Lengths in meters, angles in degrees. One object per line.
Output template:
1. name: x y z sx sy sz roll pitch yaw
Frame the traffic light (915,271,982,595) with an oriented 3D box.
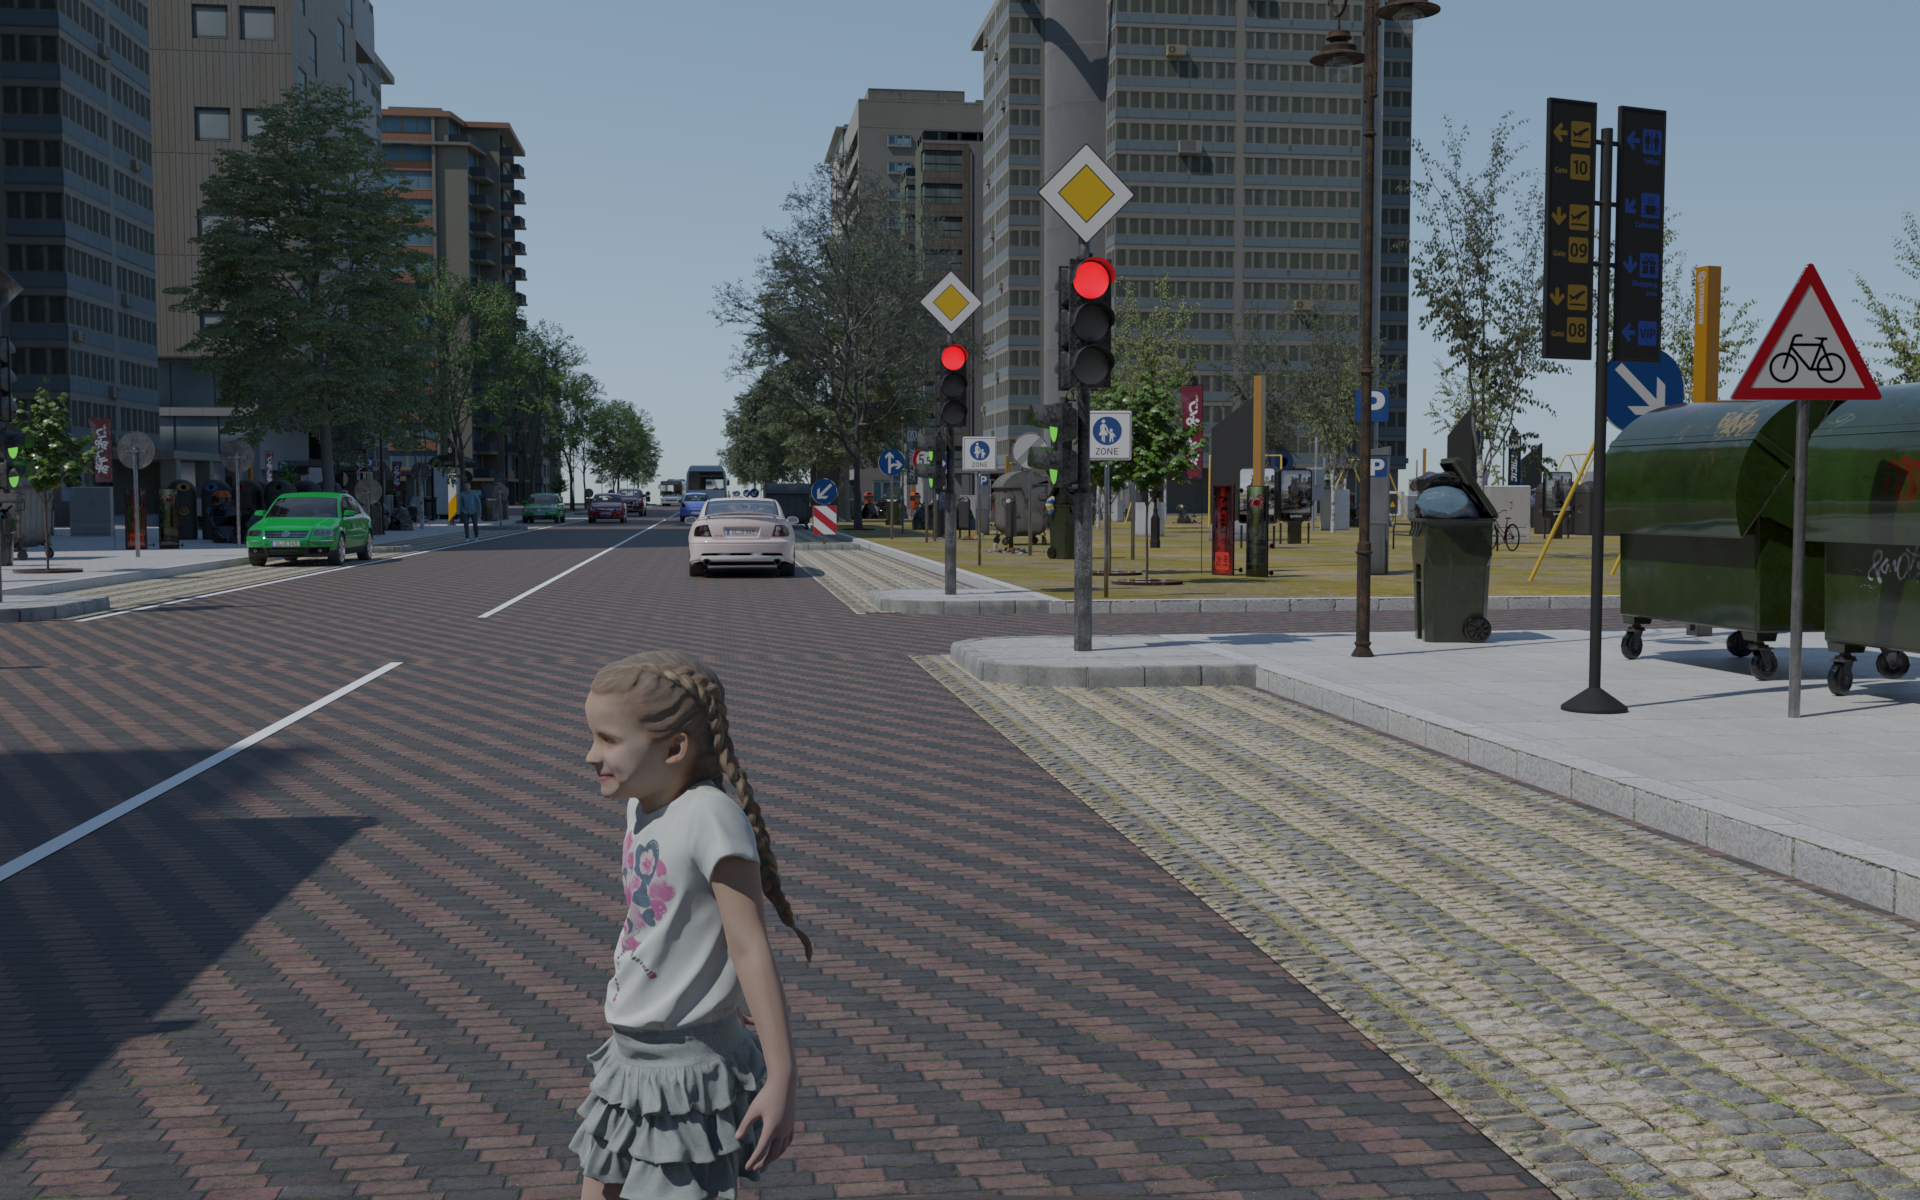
1. traffic light: -0.138 -2.021 21.967 0.839 4.253 0.868 0 4 -8

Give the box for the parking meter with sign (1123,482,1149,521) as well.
1. parking meter with sign: 8.224 -5.273 82.476 1.738 3.016 0.543 -1 4 -23

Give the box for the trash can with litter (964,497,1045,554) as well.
1. trash can with litter: 1.040 -1.636 37.805 1.678 1.210 2.233 0 4 -3

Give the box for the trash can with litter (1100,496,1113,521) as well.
1. trash can with litter: 6.933 -4.407 83.441 1.055 1.170 0.624 -1 4 -18

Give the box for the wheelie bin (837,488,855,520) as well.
1. wheelie bin: -5.614 -4.710 84.910 0.980 1.594 0.693 -2 4 -29

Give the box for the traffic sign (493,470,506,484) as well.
1. traffic sign: -24.980 -5.754 94.089 0.884 2.594 0.081 0 4 -6

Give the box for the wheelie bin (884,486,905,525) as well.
1. wheelie bin: -2.677 -3.852 70.881 0.980 1.594 0.693 2 4 24

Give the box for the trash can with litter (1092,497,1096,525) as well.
1. trash can with litter: 5.003 -3.616 70.501 1.055 1.170 0.624 1 4 19

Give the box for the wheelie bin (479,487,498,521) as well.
1. wheelie bin: -22.304 -4.523 81.862 0.980 1.594 0.693 -3 5 -41

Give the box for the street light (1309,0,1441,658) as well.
1. street light: 3.179 -2.490 13.496 0.468 5.910 1.993 0 4 -8

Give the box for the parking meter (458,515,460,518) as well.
1. parking meter: -27.303 -5.223 93.812 0.372 1.533 0.369 0 3 0

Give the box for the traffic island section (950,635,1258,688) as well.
1. traffic island section: 1.029 0.495 14.181 2.009 0.180 2.903 0 4 -8

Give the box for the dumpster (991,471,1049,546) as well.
1. dumpster: 1.545 -2.327 43.810 1.264 1.857 1.865 0 4 -8

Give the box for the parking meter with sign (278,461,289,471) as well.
1. parking meter with sign: -35.594 -5.855 91.989 0.543 3.016 1.738 0 4 -1

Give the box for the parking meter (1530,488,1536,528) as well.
1. parking meter: 21.793 -3.499 65.624 0.372 1.533 0.369 0 3 0

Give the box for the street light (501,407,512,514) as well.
1. street light: -23.303 -7.109 89.026 0.468 5.910 1.993 0 4 -8

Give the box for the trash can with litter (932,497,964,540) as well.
1. trash can with litter: 0.015 -2.321 49.013 1.678 1.210 2.233 -2 4 -32

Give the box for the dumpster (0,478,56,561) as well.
1. dumpster: -18.654 -1.722 33.909 1.264 1.857 1.865 0 4 -8

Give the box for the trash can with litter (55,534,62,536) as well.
1. trash can with litter: -28.516 -2.566 53.012 2.233 1.210 1.678 2 4 25

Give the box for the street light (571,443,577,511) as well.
1. street light: -29.191 -9.668 130.856 0.468 5.910 1.993 0 4 -8

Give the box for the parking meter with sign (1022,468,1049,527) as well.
1. parking meter with sign: 3.022 -4.293 66.458 1.738 3.016 0.543 -3 4 -38

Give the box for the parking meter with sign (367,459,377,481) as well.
1. parking meter with sign: -28.703 -5.390 84.389 0.543 3.016 1.738 -2 4 -29

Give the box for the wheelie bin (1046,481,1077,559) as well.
1. wheelie bin: 2.172 -1.611 34.254 0.980 1.594 0.693 -3 4 -38

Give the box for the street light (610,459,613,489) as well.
1. street light: -36.017 -12.595 178.719 0.468 5.910 1.993 0 4 -8

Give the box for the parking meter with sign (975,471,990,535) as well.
1. parking meter with sign: 0.685 -3.569 54.621 0.543 3.016 1.738 0 4 -3

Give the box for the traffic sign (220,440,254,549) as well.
1. traffic sign: -16.964 -2.482 40.679 0.768 2.556 0.104 0 4 -8

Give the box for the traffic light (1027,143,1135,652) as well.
1. traffic light: 0.988 -1.538 14.061 0.839 4.253 0.868 0 4 -8

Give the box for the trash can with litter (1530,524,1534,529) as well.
1. trash can with litter: 19.970 -3.195 63.298 2.233 1.210 1.678 2 4 32

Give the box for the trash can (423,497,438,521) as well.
1. trash can: -25.442 -4.373 83.150 0.748 1.137 0.748 0 3 0

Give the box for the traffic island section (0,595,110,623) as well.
1. traffic island section: -11.425 0.110 20.485 2.009 0.180 2.903 0 4 -8

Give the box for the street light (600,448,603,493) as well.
1. street light: -34.042 -11.733 164.620 0.468 5.910 1.993 0 4 -8

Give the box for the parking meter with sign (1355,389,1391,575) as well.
1. parking meter with sign: 6.703 -1.944 28.046 0.543 3.016 1.738 1 4 10

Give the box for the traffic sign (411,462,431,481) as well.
1. traffic sign: -21.411 -4.202 68.800 0.768 2.556 0.104 0 4 -7

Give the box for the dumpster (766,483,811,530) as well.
1. dumpster: -6.847 -3.715 68.956 1.865 1.857 1.264 0 4 -7

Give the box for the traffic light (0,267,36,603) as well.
1. traffic light: -11.384 -1.923 20.356 0.839 4.253 0.868 0 4 -8

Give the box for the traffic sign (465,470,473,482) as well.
1. traffic sign: -26.501 -5.672 92.843 0.768 2.556 0.104 0 4 -1

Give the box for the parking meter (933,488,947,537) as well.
1. parking meter: -0.625 -2.627 51.366 0.372 1.533 0.369 0 3 0

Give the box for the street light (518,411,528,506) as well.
1. street light: -24.258 -7.558 96.362 0.468 5.910 1.993 0 4 -8

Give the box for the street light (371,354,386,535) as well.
1. street light: -18.283 -5.008 54.673 0.468 5.910 1.993 0 4 -8

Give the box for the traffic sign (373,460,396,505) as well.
1. traffic sign: -22.092 -4.066 66.483 0.884 2.594 0.081 0 4 -6

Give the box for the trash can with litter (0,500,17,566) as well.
1. trash can with litter: -17.348 -1.190 30.841 1.055 1.170 0.624 1 4 20

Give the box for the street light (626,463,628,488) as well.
1. street light: -40.963 -14.703 213.184 0.468 5.910 1.993 0 4 -8

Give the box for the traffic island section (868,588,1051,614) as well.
1. traffic island section: -0.097 0.012 22.087 2.009 0.180 2.903 0 4 -8

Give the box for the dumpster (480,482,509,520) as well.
1. dumpster: -23.001 -4.878 85.517 1.264 1.857 1.865 0 4 -8

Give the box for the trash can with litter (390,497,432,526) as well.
1. trash can with litter: -22.451 -3.628 70.380 2.233 1.210 1.678 -3 5 -40

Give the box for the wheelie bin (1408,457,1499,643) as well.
1. wheelie bin: 4.283 -0.441 15.124 0.693 1.594 0.980 0 4 3
